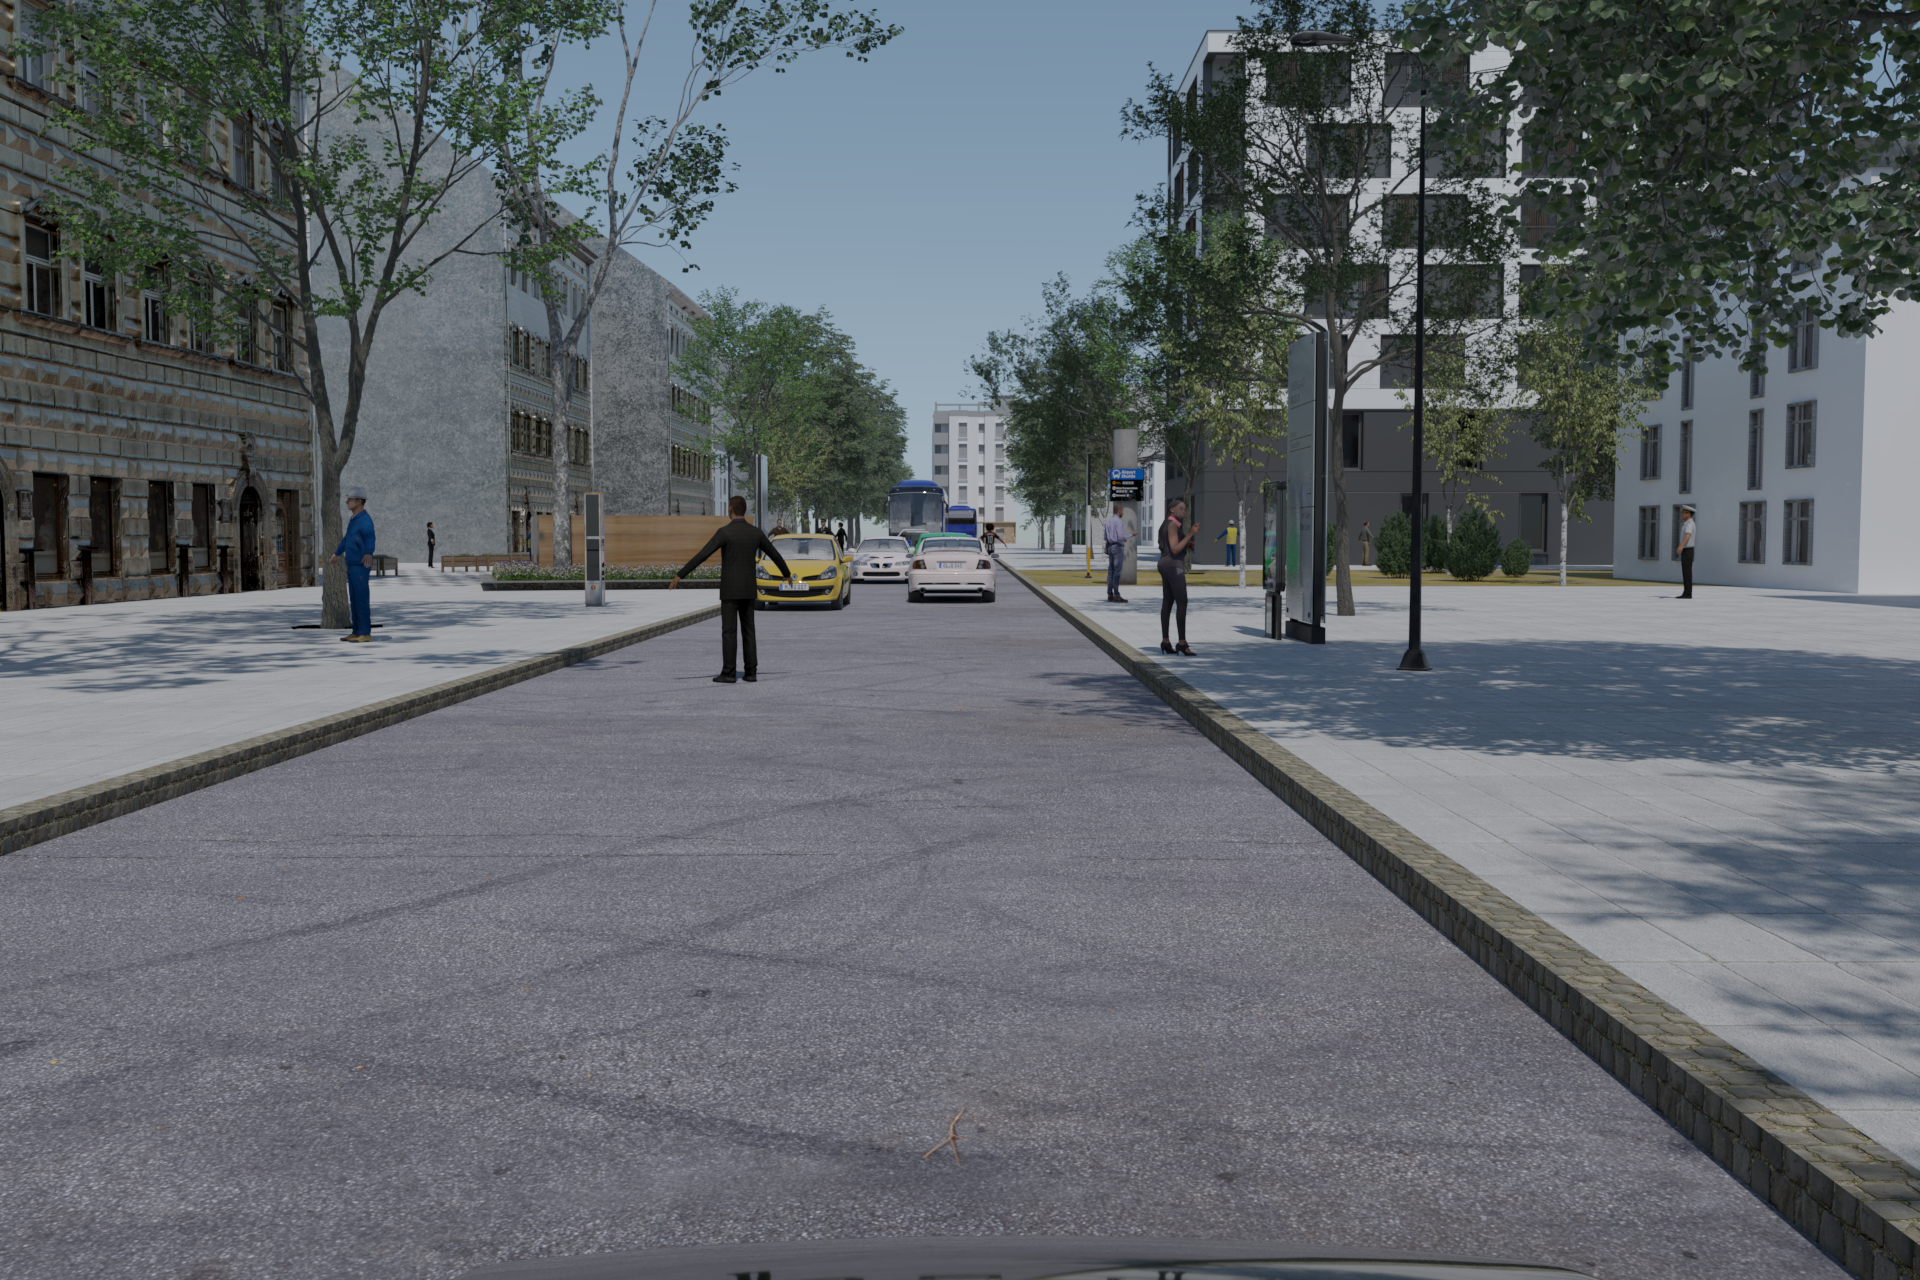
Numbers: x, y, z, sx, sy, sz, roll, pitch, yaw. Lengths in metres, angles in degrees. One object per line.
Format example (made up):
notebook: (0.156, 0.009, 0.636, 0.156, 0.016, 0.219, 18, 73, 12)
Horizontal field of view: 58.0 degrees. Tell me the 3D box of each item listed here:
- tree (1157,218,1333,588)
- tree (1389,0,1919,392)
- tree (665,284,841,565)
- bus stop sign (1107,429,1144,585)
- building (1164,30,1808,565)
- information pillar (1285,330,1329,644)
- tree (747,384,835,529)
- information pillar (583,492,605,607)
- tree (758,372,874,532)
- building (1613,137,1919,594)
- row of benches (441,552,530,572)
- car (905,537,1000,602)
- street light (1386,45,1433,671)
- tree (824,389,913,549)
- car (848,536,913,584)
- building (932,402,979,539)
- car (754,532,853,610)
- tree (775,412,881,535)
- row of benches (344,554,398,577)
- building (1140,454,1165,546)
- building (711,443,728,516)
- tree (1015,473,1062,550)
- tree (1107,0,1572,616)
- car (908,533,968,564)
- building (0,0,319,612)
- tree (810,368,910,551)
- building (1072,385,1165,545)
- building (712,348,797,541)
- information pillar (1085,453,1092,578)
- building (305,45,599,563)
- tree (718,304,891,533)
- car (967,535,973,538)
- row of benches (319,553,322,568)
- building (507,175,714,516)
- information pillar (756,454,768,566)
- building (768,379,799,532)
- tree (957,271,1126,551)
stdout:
tree: (6.634, -5.506, 40.381, 4.737, 8.622, 4.395, 0, 3, 0)
tree: (6.284, -6.280, 9.332, 9.857, 13.997, 8.962, 0, 3, 0)
tree: (-8.606, -9.000, 72.897, 9.928, 11.665, 9.643, 0, 3, 0)
bus stop sign: (4.177, -3.350, 43.787, 0.837, 3.901, 0.837, 0, 4, 0)
building: (23.965, -14.856, 86.869, 27.936, 21.610, 32.646, 0, 3, 0)
information pillar: (4.173, -1.807, 20.868, 0.184, 3.620, 1.656, 0, 4, 0)
tree: (-8.530, -8.226, 84.858, 4.737, 8.622, 4.395, 0, 3, 0)
information pillar: (-6.479, -1.604, 30.711, 0.304, 2.012, 0.304, 0, 4, 0)
tree: (-8.839, -10.990, 105.440, 9.928, 11.665, 9.643, 0, 3, 0)
building: (23.729, -5.798, 36.952, 9.099, 9.664, 28.070, 0, 4, 0)
row of benches: (-15.979, -2.704, 59.666, 1.422, 0.672, 4.104, 3, 4, 36)
car: (-0.166, -1.553, 37.756, 2.083, 1.381, 4.827, 0, 4, 0)
street light: (4.830, -2.668, 16.160, 1.470, 5.913, 1.316, 0, 4, 0)
tree: (-8.927, -14.810, 148.801, 9.857, 13.997, 8.962, 0, 3, 0)
car: (-2.254, -2.390, 51.436, 2.083, 1.381, 4.827, 0, 4, 0)
building: (-3.547, -23.253, 239.059, 11.380, 20.090, 16.016, 0, 4, -1)
car: (-3.060, -1.443, 33.815, 2.015, 1.641, 3.980, 0, 4, 0)
tree: (-8.843, -11.604, 115.474, 9.928, 11.665, 9.643, 0, 3, 0)
row of benches: (-17.890, -2.229, 51.903, 1.422, 0.672, 4.104, 0, 4, 5)
building: (24.759, -14.638, 181.475, 9.099, 9.664, 28.070, 0, 4, 1)
building: (-26.655, -13.724, 166.536, 9.099, 9.664, 28.070, 0, 4, 1)
tree: (6.435, -11.693, 141.535, 4.737, 8.622, 4.395, 0, 3, 0)
tree: (5.733, -5.661, 26.972, 7.601, 10.594, 8.767, 1, 4, 12)
car: (-0.438, -2.297, 46.351, 1.959, 1.807, 4.718, 0, 4, -1)
building: (-24.902, -12.326, 32.466, 19.493, 23.208, 18.063, 0, 4, 0)
tree: (-8.486, -13.772, 131.819, 9.857, 13.997, 8.962, 0, 3, 0)
building: (22.684, -21.220, 213.405, 16.747, 18.905, 31.486, 0, 4, 0)
building: (-28.324, -22.042, 191.320, 19.493, 23.208, 18.063, 0, 4, 0)
information pillar: (3.731, -3.607, 50.328, 0.183, 3.616, 0.504, 0, 4, -1)
building: (-29.225, -15.535, 84.923, 19.493, 23.208, 18.063, 0, 4, 0)
tree: (-8.597, -11.508, 94.809, 9.857, 13.997, 8.962, 0, 3, 0)
car: (-0.113, -3.557, 70.167, 2.014, 1.417, 4.499, 0, 4, -1)
row of benches: (-22.190, -2.487, 56.127, 4.104, 0.672, 1.422, -1, 4, -21)
building: (-27.024, -17.366, 114.857, 19.493, 23.208, 18.063, 0, 4, 0)
information pillar: (-5.905, -3.694, 51.711, 0.184, 3.620, 1.656, 0, 4, -1)
building: (-25.435, -21.370, 205.827, 16.016, 20.090, 11.380, 0, 4, 0)
tree: (6.202, -16.607, 127.419, 12.611, 20.169, 13.585, 0, 3, 0)
